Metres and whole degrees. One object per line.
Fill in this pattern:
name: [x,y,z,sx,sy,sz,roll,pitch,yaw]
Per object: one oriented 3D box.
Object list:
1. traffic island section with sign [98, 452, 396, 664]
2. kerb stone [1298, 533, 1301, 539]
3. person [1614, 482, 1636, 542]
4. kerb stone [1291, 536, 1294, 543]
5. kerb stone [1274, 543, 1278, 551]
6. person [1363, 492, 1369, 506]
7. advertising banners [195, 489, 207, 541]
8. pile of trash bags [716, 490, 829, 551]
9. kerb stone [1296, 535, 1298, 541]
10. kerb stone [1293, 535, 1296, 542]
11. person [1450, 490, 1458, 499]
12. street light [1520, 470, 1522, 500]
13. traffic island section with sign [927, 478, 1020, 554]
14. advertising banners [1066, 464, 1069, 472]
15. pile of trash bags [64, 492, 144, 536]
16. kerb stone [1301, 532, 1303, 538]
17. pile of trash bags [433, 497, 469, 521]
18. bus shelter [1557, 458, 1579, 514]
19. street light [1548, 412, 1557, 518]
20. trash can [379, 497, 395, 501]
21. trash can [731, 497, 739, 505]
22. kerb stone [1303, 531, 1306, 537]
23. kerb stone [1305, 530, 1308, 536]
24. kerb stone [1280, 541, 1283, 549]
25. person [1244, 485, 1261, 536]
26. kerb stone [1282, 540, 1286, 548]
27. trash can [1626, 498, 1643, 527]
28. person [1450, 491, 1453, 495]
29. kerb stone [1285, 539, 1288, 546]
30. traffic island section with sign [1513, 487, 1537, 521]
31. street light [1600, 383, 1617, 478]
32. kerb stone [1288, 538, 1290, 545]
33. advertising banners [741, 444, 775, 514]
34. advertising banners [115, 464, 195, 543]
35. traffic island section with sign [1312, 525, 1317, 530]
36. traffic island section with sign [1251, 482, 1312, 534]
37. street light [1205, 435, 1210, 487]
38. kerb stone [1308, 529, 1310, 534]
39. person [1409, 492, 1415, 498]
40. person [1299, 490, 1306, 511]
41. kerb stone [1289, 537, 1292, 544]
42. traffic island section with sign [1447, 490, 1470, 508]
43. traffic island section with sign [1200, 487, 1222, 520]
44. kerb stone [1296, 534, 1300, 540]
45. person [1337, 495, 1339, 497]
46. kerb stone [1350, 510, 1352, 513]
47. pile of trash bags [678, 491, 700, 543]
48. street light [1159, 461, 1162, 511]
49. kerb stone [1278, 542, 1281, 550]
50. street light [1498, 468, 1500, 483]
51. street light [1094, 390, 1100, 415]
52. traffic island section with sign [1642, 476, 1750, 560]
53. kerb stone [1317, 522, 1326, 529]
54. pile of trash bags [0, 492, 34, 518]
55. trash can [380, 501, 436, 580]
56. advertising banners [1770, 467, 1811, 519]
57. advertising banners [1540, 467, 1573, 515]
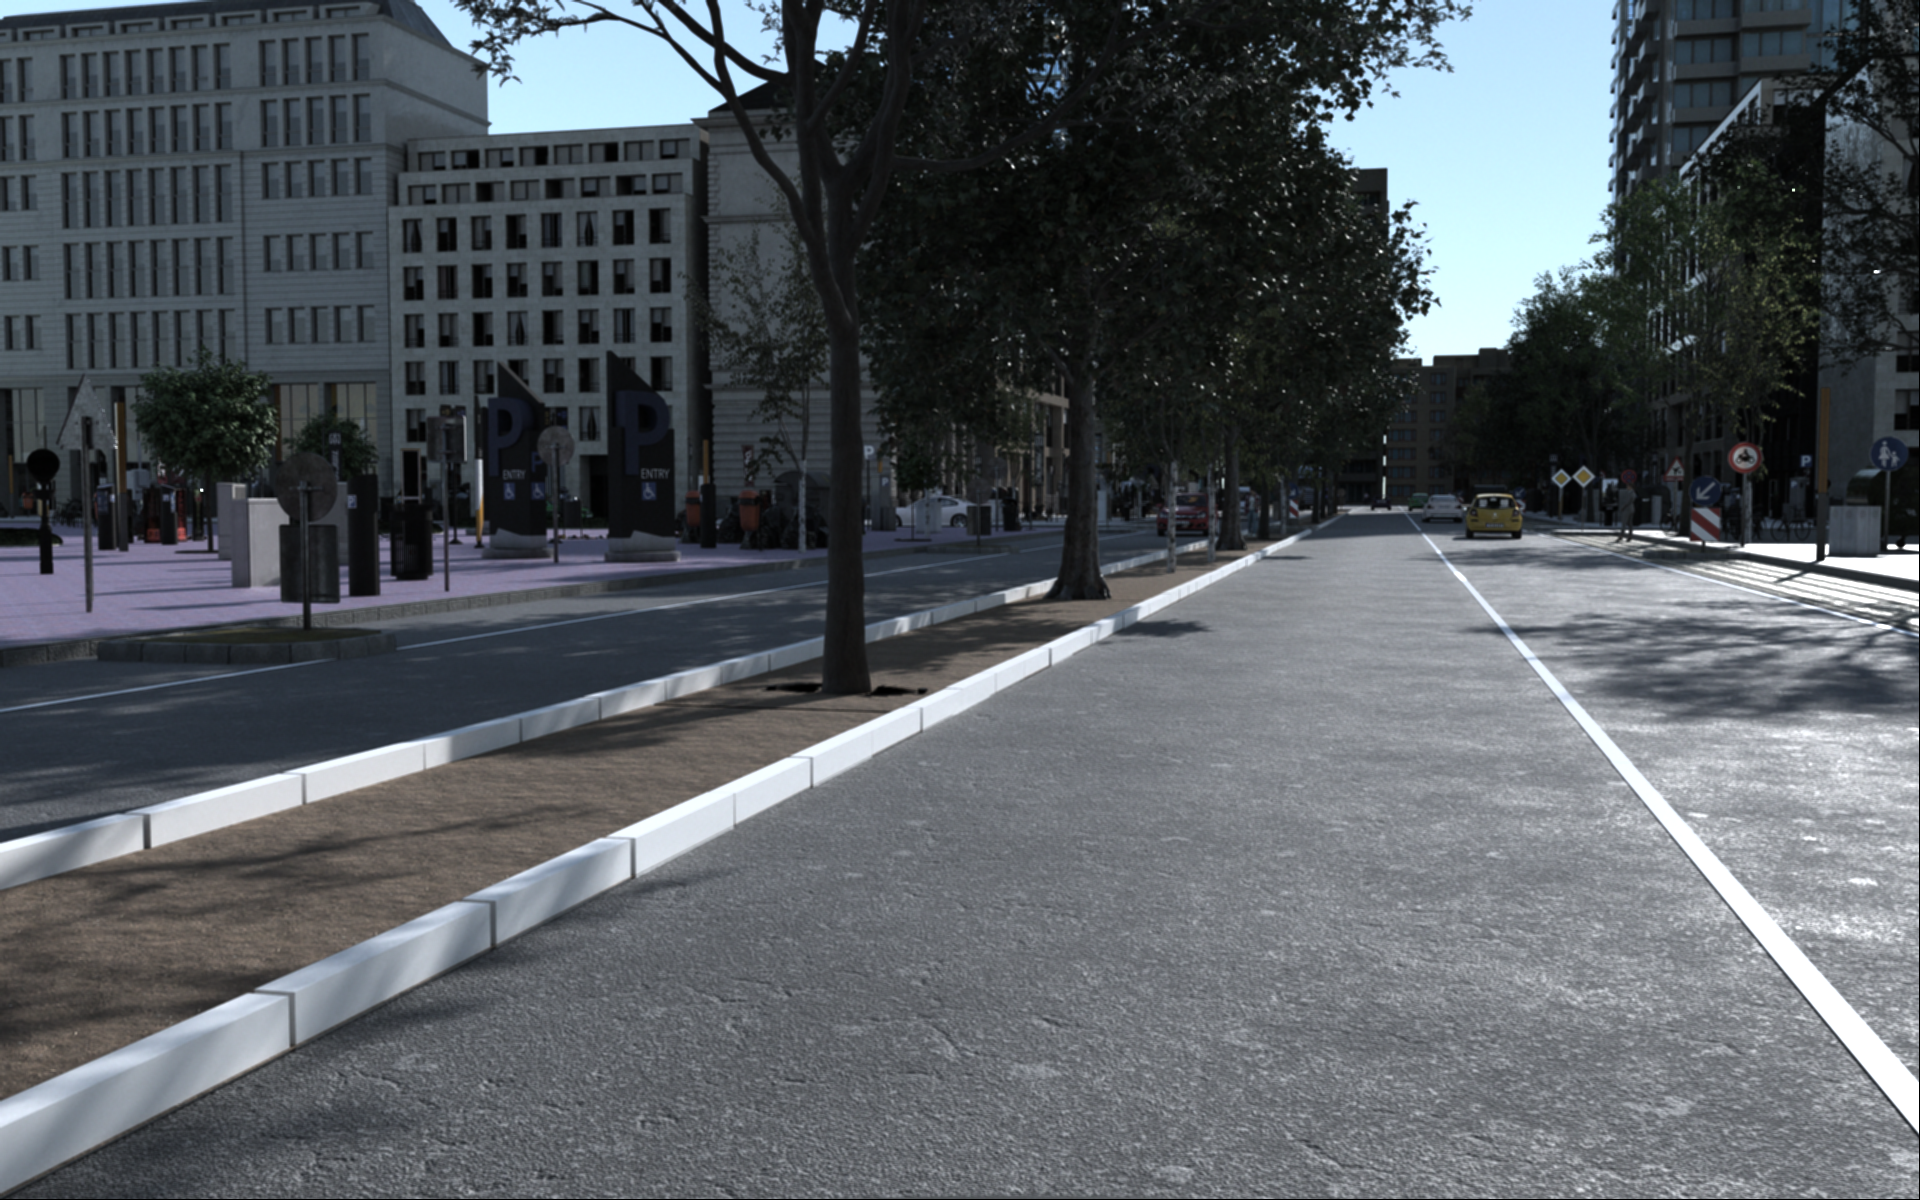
traffic island section with sign: [-6.237,-0.426,15.594,1.989,1.847,2.006,1,4,14]
kerb stone: [10.427,-1.928,53.744,0.120,0.150,1.000,1,4,14]
person: [19.887,-2.631,51.790,0.573,1.790,0.520,1,4,22]
kerb stone: [9.444,-1.678,49.752,0.120,0.150,1.000,1,4,14]
kerb stone: [7.712,-1.258,42.795,0.120,0.150,1.000,1,4,14]
person: [50.822,-12.688,216.879,0.436,1.711,0.756,-2,4,-31]
advertising banners: [-20.940,-3.077,46.503,0.090,3.025,2.074,1,4,12]
pile of trash bags: [-4.275,-1.865,40.243,1.912,1.369,3.447,1,4,17]
kerb stone: [9.931,-1.807,51.758,0.120,0.150,1.000,1,4,14]
kerb stone: [9.687,-1.747,50.754,0.120,0.150,1.000,1,4,14]
person: [47.164,-9.609,165.591,1.348,1.826,0.705,-2,4,-27]
street light: [37.952,-8.830,117.163,0.468,5.910,1.993,1,4,14]
traffic island section with sign: [0.391,-2.061,42.320,1.989,1.847,2.006,1,4,14]
advertising banners: [6.142,-5.506,86.215,2.074,3.025,0.090,2,4,35]
pile of trash bags: [-25.732,-2.672,53.433,1.912,1.369,3.447,0,4,-1]
kerb stone: [10.672,-1.991,54.747,0.120,0.150,1.000,1,4,14]
pile of trash bags: [-23.819,-4.455,82.585,3.447,1.369,1.912,0,4,8]
bus shelter: [39.056,-7.355,111.539,1.731,3.624,6.357,1,4,14]
street light: [32.107,-7.407,93.886,0.468,5.910,1.993,1,4,14]
trash can: [-26.567,-4.200,80.330,0.748,1.137,0.748,0,3,0]
trash can: [-18.438,-8.129,144.567,0.748,1.137,0.748,0,3,0]
kerb stone: [11.159,-2.110,56.738,0.120,0.150,1.000,1,4,14]
kerb stone: [11.414,-2.173,57.727,0.120,0.150,1.000,1,4,14]
kerb stone: [8.208,-1.376,44.786,0.120,0.150,1.000,1,4,14]
person: [9.895,-3.007,58.496,0.563,1.720,0.643,2,4,24]
kerb stone: [8.453,-1.442,45.778,0.120,0.150,1.000,1,4,14]
trash can: [26.709,-3.488,68.681,0.748,1.137,0.748,0,3,0]
person: [54.488,-11.175,191.884,0.621,1.740,0.551,0,4,-1]
kerb stone: [8.703,-1.503,46.771,0.120,0.150,1.000,1,4,14]
traffic island section with sign: [29.499,-5.090,91.854,1.989,1.847,2.006,1,4,14]
street light: [26.427,-5.989,70.713,0.468,5.910,1.993,1,4,14]
kerb stone: [8.951,-1.564,47.768,0.120,0.150,1.000,1,4,14]
advertising banners: [-6.906,-4.013,61.796,2.074,3.025,0.090,-3,4,-38]
advertising banners: [-21.101,-2.996,45.165,2.074,3.025,0.090,0,4,1]
traffic island section with sign: [13.416,-3.788,70.078,2.006,1.907,1.989,1,4,14]
traffic island section with sign: [11.626,-3.349,62.889,2.006,1.907,1.989,1,4,14]
street light: [16.824,-8.881,117.997,0.468,5.910,1.993,1,4,14]
kerb stone: [11.900,-2.291,59.713,0.120,0.150,1.000,1,4,14]
person: [54.294,-12.122,207.421,0.721,1.735,1.217,-3,4,-36]
person: [28.336,-8.236,143.338,0.592,1.802,0.473,-1,4,-9]
kerb stone: [9.197,-1.621,48.760,0.120,0.150,1.000,1,4,14]
traffic island section with sign: [48.193,-9.709,167.364,1.989,1.847,2.006,1,4,14]
traffic island section with sign: [13.602,-5.327,95.730,1.989,1.847,2.006,1,4,14]
kerb stone: [10.177,-1.868,52.750,0.120,0.150,1.000,1,4,14]
person: [47.315,-12.735,216.585,0.709,1.838,0.599,3,4,37]
kerb stone: [27.312,-6.100,121.924,0.120,0.150,1.000,1,4,14]
pile of trash bags: [-6.463,-2.165,45.145,1.912,1.369,3.447,1,4,9]
street light: [11.047,-7.492,95.277,0.468,5.910,1.993,1,4,14]
kerb stone: [7.952,-1.321,43.788,0.120,0.150,1.000,1,4,14]
street light: [43.554,-10.223,139.926,0.468,5.910,1.993,1,4,14]
street light: [5.525,-6.098,72.495,0.468,5.910,1.993,1,4,14]
traffic island section with sign: [16.284,-1.823,38.439,1.989,1.847,2.006,1,4,14]
kerb stone: [15.479,-3.178,74.154,0.120,0.150,1.000,1,4,14]
pile of trash bags: [-52.121,-5.146,93.896,3.447,1.369,1.912,-2,4,-32]
trash can: [-8.221,-0.875,25.955,0.748,1.137,0.748,0,3,0]
advertising banners: [42.272,-5.618,88.038,2.074,3.025,0.090,0,4,3]
advertising banners: [37.284,-6.858,108.312,2.074,3.025,0.090,0,4,-1]
